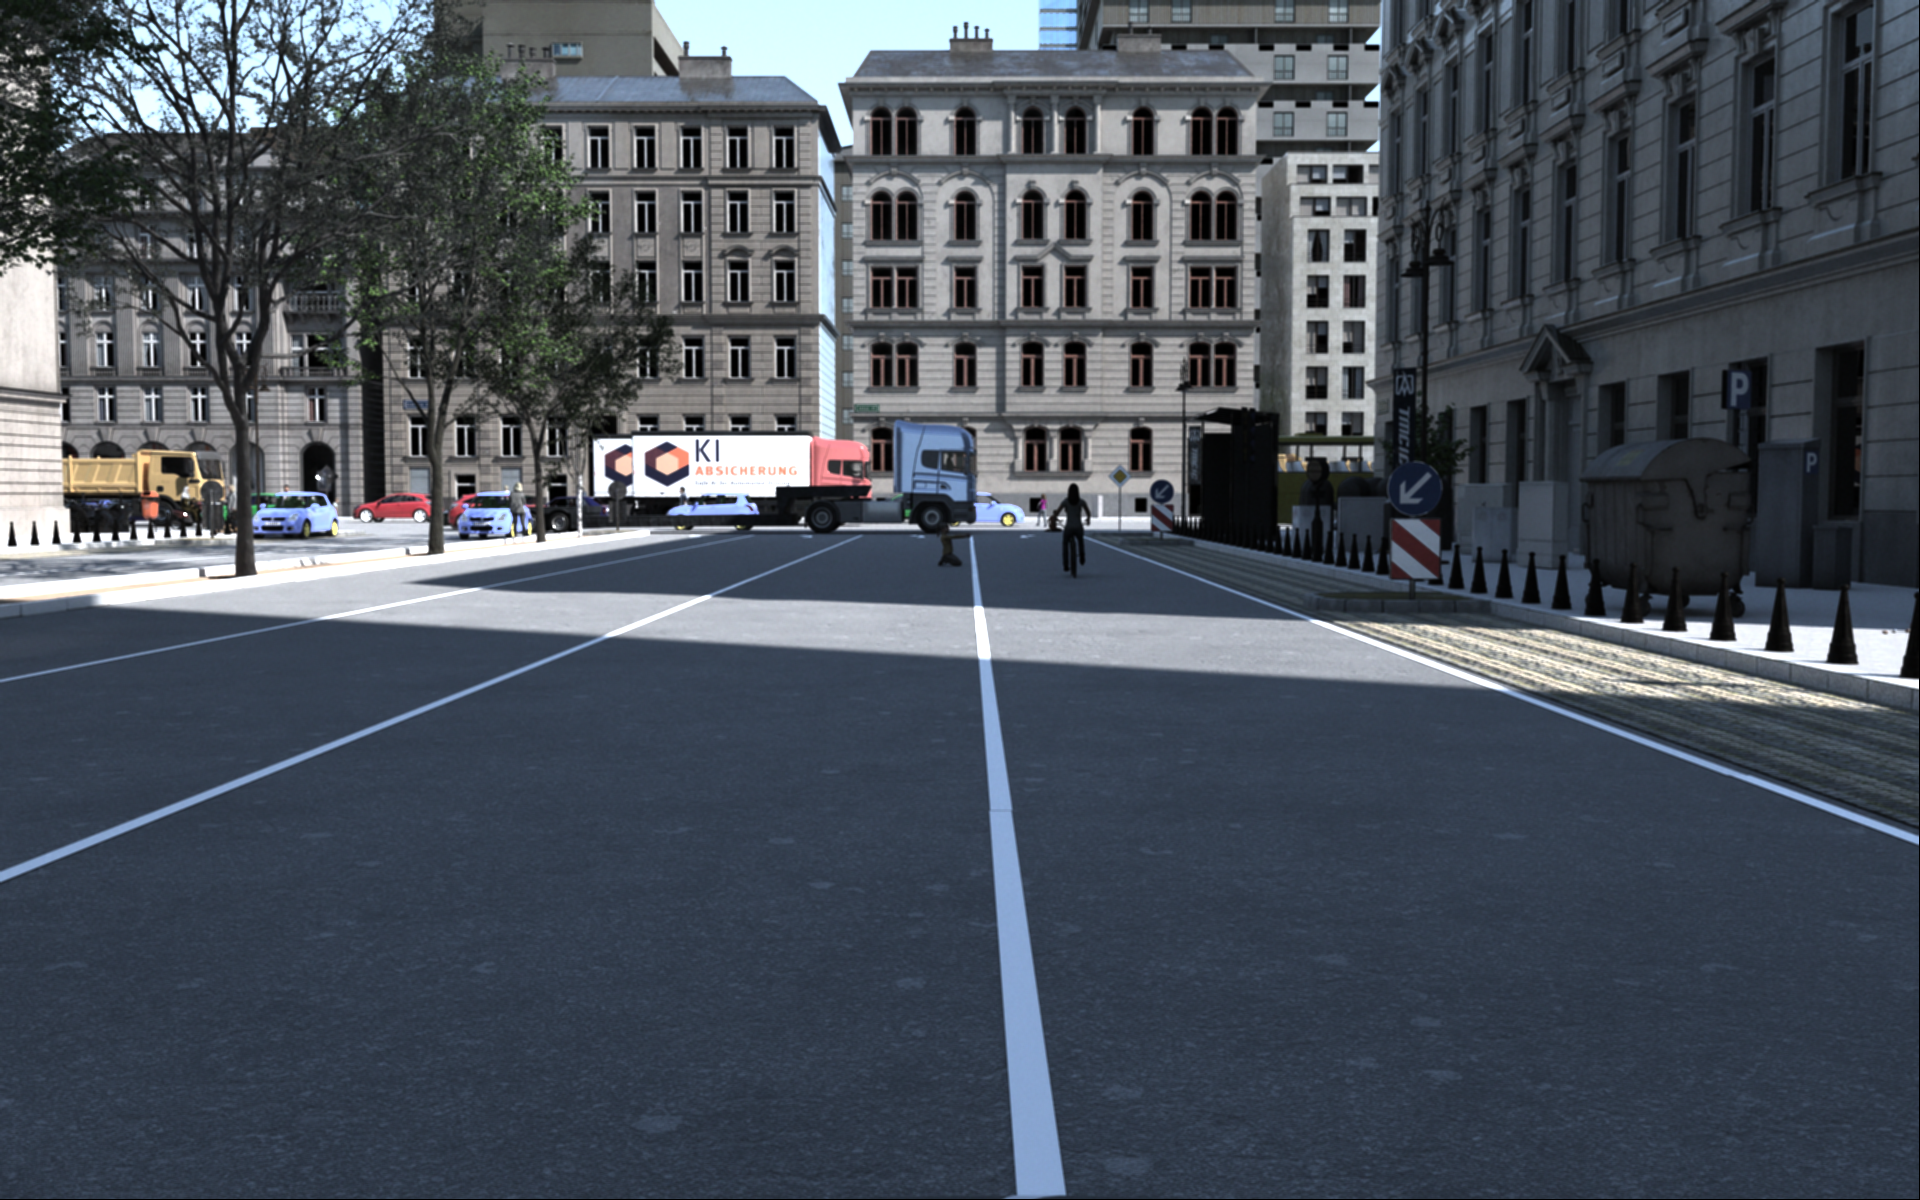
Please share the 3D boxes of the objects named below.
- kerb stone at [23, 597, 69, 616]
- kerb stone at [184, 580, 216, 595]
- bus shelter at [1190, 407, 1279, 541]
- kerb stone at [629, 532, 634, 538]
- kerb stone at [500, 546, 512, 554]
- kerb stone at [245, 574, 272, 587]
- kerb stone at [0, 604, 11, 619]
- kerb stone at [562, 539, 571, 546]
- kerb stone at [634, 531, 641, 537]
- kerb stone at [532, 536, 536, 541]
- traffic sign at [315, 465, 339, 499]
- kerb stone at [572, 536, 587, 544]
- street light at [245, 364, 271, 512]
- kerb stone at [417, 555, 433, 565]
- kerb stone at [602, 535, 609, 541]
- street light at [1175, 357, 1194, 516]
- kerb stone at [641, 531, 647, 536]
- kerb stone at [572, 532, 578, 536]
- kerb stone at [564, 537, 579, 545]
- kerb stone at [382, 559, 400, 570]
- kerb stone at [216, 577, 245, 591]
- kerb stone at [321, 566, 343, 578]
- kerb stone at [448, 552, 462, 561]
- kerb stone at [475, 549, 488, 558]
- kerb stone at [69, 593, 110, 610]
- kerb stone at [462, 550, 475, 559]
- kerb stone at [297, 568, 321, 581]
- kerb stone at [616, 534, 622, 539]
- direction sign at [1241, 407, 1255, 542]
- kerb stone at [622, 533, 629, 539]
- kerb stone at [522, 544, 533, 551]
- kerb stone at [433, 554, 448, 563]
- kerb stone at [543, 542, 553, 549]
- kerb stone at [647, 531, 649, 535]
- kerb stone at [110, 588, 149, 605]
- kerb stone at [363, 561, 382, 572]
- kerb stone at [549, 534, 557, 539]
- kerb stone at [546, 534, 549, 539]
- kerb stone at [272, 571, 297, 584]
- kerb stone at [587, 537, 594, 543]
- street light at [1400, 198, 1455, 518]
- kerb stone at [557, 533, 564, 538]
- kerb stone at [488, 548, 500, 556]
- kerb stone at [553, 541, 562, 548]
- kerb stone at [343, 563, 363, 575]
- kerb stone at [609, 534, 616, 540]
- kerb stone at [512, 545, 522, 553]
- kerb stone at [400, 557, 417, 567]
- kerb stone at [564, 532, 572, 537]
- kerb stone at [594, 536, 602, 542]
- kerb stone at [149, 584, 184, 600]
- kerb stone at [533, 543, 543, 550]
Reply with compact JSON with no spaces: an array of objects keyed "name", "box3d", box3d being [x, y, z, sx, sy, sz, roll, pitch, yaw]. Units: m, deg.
[{"name":"kerb stone","box3d":[-11.047,0.086,20.800,0.120,0.150,1.000,0,4,0]},{"name":"kerb stone","box3d":[-11.034,-0.167,24.938,0.120,0.150,1.000,0,4,0]},{"name":"bus shelter","box3d":[7.858,-3.585,49.898,1.731,3.624,6.357,0,4,0]},{"name":"kerb stone","box3d":[-10.926,-2.118,56.853,0.120,0.150,1.000,0,4,0]},{"name":"kerb stone","box3d":[-10.971,-1.175,41.422,0.120,0.150,1.000,0,4,0]},{"name":"kerb stone","box3d":[-11.025,-0.294,26.999,0.120,0.150,1.000,0,4,0]},{"name":"kerb stone","box3d":[-11.065,0.148,19.771,0.120,0.150,1.000,0,4,0]},{"name":"kerb stone","box3d":[-10.946,-1.553,47.594,0.120,0.150,1.000,0,4,0]},{"name":"kerb stone","box3d":[-10.915,-2.182,57.890,0.120,0.150,1.000,0,4,0]},{"name":"kerb stone","box3d":[-13.032,-1.870,52.770,0.120,0.150,1.000,0,4,0]},{"name":"traffic sign","box3d":[-21.761,-3.420,59.555,0.795,2.450,0.064,0,4,0]},{"name":"kerb stone","box3d":[-10.948,-1.674,49.657,0.120,0.150,1.000,0,4,0]},{"name":"street light","box3d":[-23.847,-5.259,58.774,0.468,5.910,1.993,0,4,0]},{"name":"kerb stone","box3d":[-10.999,-0.798,35.246,0.120,0.150,1.000,0,4,0]},{"name":"kerb stone","box3d":[-10.927,-1.868,52.736,0.120,0.150,1.000,0,4,0]},{"name":"street light","box3d":[7.555,-5.242,58.497,0.468,5.910,1.993,0,4,0]},{"name":"kerb stone","box3d":[-10.902,-2.244,58.916,0.120,0.150,1.000,0,4,0]},{"name":"kerb stone","box3d":[-13.014,-2.181,57.929,0.120,0.150,1.000,0,4,0]},{"name":"kerb stone","box3d":[-10.949,-1.616,48.622,0.120,0.150,1.000,0,4,0]},{"name":"kerb stone","box3d":[-11.005,-0.670,33.187,0.120,0.150,1.000,0,4,0]},{"name":"kerb stone","box3d":[-11.030,-0.228,25.969,0.120,0.150,1.000,0,4,0]},{"name":"kerb stone","box3d":[-11.014,-0.483,30.091,0.120,0.150,1.000,0,4,0]},{"name":"kerb stone","box3d":[-10.985,-0.924,37.309,0.120,0.150,1.000,0,4,0]},{"name":"kerb stone","box3d":[-10.985,-1.050,39.368,0.120,0.150,1.000,0,4,0]},{"name":"kerb stone","box3d":[-11.053,0.022,21.834,0.120,0.150,1.000,0,4,0]},{"name":"kerb stone","box3d":[-10.985,-0.987,38.340,0.120,0.150,1.000,0,4,0]},{"name":"kerb stone","box3d":[-11.013,-0.420,29.056,0.120,0.150,1.000,0,4,0]},{"name":"kerb stone","box3d":[-10.930,-1.993,54.789,0.120,0.150,1.000,0,4,0]},{"name":"direction sign","box3d":[7.561,-3.272,45.492,0.379,3.537,0.876,2,4,32]},{"name":"kerb stone","box3d":[-10.919,-2.053,55.816,0.120,0.150,1.000,0,4,0]},{"name":"kerb stone","box3d":[-10.975,-1.298,43.481,0.120,0.150,1.000,0,4,0]},{"name":"kerb stone","box3d":[-10.989,-0.861,36.279,0.120,0.150,1.000,0,4,0]},{"name":"kerb stone","box3d":[-10.961,-1.428,45.537,0.120,0.150,1.000,0,4,0]},{"name":"kerb stone","box3d":[-10.904,-2.309,59.943,0.120,0.150,1.000,0,4,0]},{"name":"kerb stone","box3d":[-11.044,-0.037,22.867,0.120,0.150,1.000,0,4,0]},{"name":"kerb stone","box3d":[-11.011,-0.609,32.160,0.120,0.150,1.000,0,4,0]},{"name":"kerb stone","box3d":[-13.028,-1.995,54.832,0.120,0.150,1.000,0,4,0]},{"name":"kerb stone","box3d":[-13.029,-1.933,53.802,0.120,0.150,1.000,0,4,0]},{"name":"kerb stone","box3d":[-11.024,-0.355,28.029,0.120,0.150,1.000,0,4,0]},{"name":"kerb stone","box3d":[-10.941,-1.742,50.683,0.120,0.150,1.000,0,4,0]},{"name":"street light","box3d":[7.348,-3.339,27.386,0.468,5.910,1.993,0,4,0]},{"name":"kerb stone","box3d":[-13.017,-2.060,55.869,0.120,0.150,1.000,0,4,0]},{"name":"kerb stone","box3d":[-10.978,-1.105,40.396,0.120,0.150,1.000,0,4,0]},{"name":"kerb stone","box3d":[-10.955,-1.487,46.564,0.120,0.150,1.000,0,4,0]},{"name":"kerb stone","box3d":[-11.008,-0.543,31.122,0.120,0.150,1.000,0,4,0]},{"name":"kerb stone","box3d":[-10.932,-1.931,53.762,0.120,0.150,1.000,0,4,0]},{"name":"kerb stone","box3d":[-10.976,-1.239,42.452,0.120,0.150,1.000,0,4,0]},{"name":"kerb stone","box3d":[-11.005,-0.735,34.220,0.120,0.150,1.000,0,4,0]},{"name":"kerb stone","box3d":[-13.011,-2.123,56.902,0.120,0.150,1.000,0,4,0]},{"name":"kerb stone","box3d":[-10.941,-1.805,51.710,0.120,0.150,1.000,0,4,0]},{"name":"kerb stone","box3d":[-11.041,-0.105,23.909,0.120,0.150,1.000,0,4,0]},{"name":"kerb stone","box3d":[-10.957,-1.365,44.511,0.120,0.150,1.000,0,4,0]}]
